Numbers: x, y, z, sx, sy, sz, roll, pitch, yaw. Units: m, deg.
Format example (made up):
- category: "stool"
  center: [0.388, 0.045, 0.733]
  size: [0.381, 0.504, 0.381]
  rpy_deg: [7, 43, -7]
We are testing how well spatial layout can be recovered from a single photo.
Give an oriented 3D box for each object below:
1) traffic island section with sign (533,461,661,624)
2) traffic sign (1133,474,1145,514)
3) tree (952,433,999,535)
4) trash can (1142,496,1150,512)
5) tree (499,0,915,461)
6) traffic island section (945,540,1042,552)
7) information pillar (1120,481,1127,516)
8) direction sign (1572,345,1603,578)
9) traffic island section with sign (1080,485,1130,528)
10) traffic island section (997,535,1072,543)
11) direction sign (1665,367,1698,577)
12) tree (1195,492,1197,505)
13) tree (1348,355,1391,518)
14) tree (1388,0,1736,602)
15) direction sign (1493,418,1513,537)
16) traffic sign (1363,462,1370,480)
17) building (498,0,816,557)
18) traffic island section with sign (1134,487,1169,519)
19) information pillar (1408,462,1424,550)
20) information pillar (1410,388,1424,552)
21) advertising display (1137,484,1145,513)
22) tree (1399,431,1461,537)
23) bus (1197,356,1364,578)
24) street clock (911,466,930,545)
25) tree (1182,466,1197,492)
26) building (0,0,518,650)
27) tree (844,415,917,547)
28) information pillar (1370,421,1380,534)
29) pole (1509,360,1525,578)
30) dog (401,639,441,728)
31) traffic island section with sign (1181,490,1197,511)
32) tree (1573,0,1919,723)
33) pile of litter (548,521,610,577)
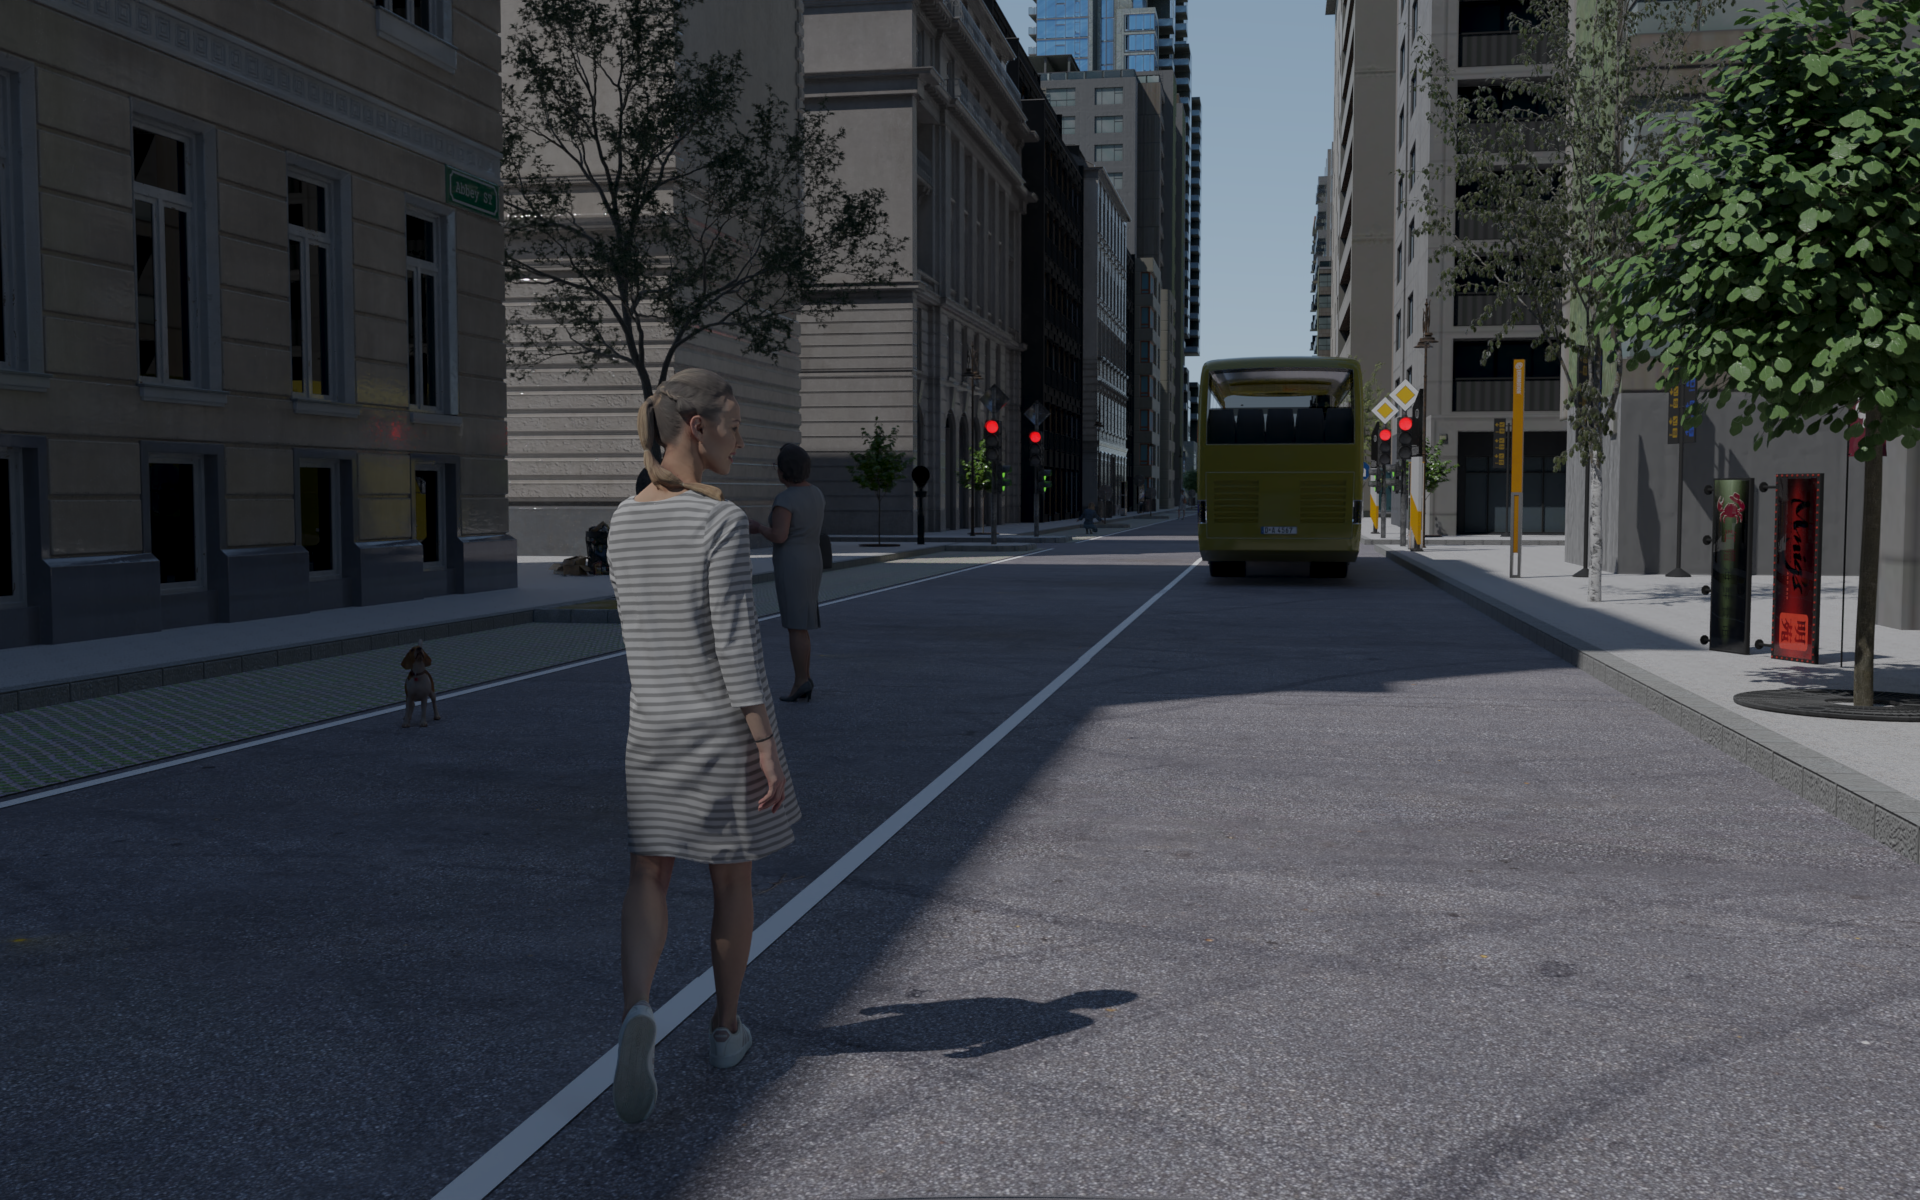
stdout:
- category: "traffic island section with sign"
  center: [-3.590, -0.692, 19.947]
  size: [1.989, 1.847, 2.006]
  rpy_deg: [1, 4, 10]
- category: "traffic sign"
  center: [11.605, -6.869, 112.408]
  size: [0.768, 2.556, 0.104]
  rpy_deg: [1, 4, 16]
- category: "tree"
  center: [0.827, -3.696, 55.034]
  size: [1.663, 3.219, 1.824]
  rpy_deg: [0, 3, 0]
- category: "trash can"
  center: [13.166, -6.782, 122.543]
  size: [0.748, 1.137, 0.748]
  rpy_deg: [0, 3, 0]
- category: "tree"
  center: [-4.974, -5.767, 28.703]
  size: [8.767, 10.594, 7.601]
  rpy_deg: [-1, 4, -12]
- category: "traffic island section"
  center: [0.843, -1.344, 44.247]
  size: [2.009, 0.180, 2.903]
  rpy_deg: [1, 4, 10]
- category: "information pillar"
  center: [9.555, -5.908, 101.079]
  size: [0.304, 2.012, 0.304]
  rpy_deg: [2, 4, 24]
- category: "direction sign"
  center: [9.662, -2.120, 26.656]
  size: [0.379, 3.537, 0.876]
  rpy_deg: [3, 5, 43]
- category: "traffic island section with sign"
  center: [6.182, -3.962, 73.407]
  size: [1.989, 1.847, 2.006]
  rpy_deg: [1, 4, 10]
- category: "traffic island section"
  center: [2.280, -1.824, 52.103]
  size: [2.009, 0.180, 2.903]
  rpy_deg: [1, 4, 10]
- category: "direction sign"
  center: [11.131, -2.125, 26.735]
  size: [0.379, 3.537, 0.876]
  rpy_deg: [0, 4, -3]
- category: "tree"
  center: [28.284, -13.073, 208.350]
  size: [1.663, 3.219, 1.824]
  rpy_deg: [0, 3, 0]
- category: "tree"
  center: [21.108, -8.579, 90.635]
  size: [4.737, 8.622, 4.395]
  rpy_deg: [0, 3, 0]
- category: "tree"
  center: [7.326, -4.284, 20.405]
  size: [4.360, 8.622, 3.978]
  rpy_deg: [0, 3, 0]
- category: "direction sign"
  center: [16.384, -3.658, 51.802]
  size: [0.876, 3.537, 0.379]
  rpy_deg: [0, 4, 0]
- category: "traffic sign"
  center: [15.433, -4.082, 66.838]
  size: [0.768, 2.556, 0.104]
  rpy_deg: [1, 4, 13]
- category: "building"
  center: [-13.962, -12.965, 40.852]
  size: [19.941, 23.489, 11.050]
  rpy_deg: [1, 4, 10]
- category: "traffic island section with sign"
  center: [11.127, -5.619, 100.500]
  size: [1.989, 1.847, 2.006]
  rpy_deg: [1, 4, 10]
- category: "information pillar"
  center: [10.464, -2.157, 39.754]
  size: [0.304, 2.012, 0.304]
  rpy_deg: [0, 4, 5]
- category: "information pillar"
  center: [10.187, -2.890, 38.612]
  size: [0.183, 3.616, 0.504]
  rpy_deg: [0, 4, -5]
- category: "advertising display"
  center: [12.018, -6.728, 115.218]
  size: [0.123, 1.923, 0.974]
  rpy_deg: [2, 4, 32]
- category: "tree"
  center: [13.913, -3.514, 52.059]
  size: [1.663, 3.219, 1.824]
  rpy_deg: [0, 3, 0]
- category: "bus"
  center: [6.010, -2.513, 32.629]
  size: [2.896, 3.916, 12.252]
  rpy_deg: [1, 4, 10]
- category: "street clock"
  center: [-0.995, -2.414, 44.043]
  size: [0.471, 2.002, 0.358]
  rpy_deg: [0, 4, 1]
- category: "tree"
  center: [27.140, -13.337, 201.767]
  size: [4.285, 4.588, 4.351]
  rpy_deg: [0, 3, 0]
- category: "building"
  center: [-13.925, -13.978, 14.442]
  size: [13.634, 28.700, 20.117]
  rpy_deg: [1, 4, 10]
- category: "tree"
  center: [-2.023, -2.929, 42.497]
  size: [1.663, 3.219, 1.824]
  rpy_deg: [0, 3, 0]
- category: "information pillar"
  center: [13.382, -3.944, 55.847]
  size: [0.183, 3.616, 0.504]
  rpy_deg: [-1, 4, -10]
- category: "pole"
  center: [8.495, -1.991, 26.393]
  size: [0.158, 3.312, 0.155]
  rpy_deg: [0, 3, 0]
- category: "dog"
  center: [-3.368, 0.519, 10.805]
  size: [0.540, 0.507, 0.406]
  rpy_deg: [3, 4, 37]
- category: "traffic island section with sign"
  center: [20.082, -8.614, 149.458]
  size: [1.989, 1.847, 2.006]
  rpy_deg: [1, 4, 10]
- category: "tree"
  center: [5.451, -1.620, 10.202]
  size: [4.285, 4.588, 4.351]
  rpy_deg: [0, 3, 0]
- category: "pile of litter"
  center: [-6.023, -0.839, 27.679]
  size: [1.176, 0.858, 1.719]
  rpy_deg: [1, 4, 10]
